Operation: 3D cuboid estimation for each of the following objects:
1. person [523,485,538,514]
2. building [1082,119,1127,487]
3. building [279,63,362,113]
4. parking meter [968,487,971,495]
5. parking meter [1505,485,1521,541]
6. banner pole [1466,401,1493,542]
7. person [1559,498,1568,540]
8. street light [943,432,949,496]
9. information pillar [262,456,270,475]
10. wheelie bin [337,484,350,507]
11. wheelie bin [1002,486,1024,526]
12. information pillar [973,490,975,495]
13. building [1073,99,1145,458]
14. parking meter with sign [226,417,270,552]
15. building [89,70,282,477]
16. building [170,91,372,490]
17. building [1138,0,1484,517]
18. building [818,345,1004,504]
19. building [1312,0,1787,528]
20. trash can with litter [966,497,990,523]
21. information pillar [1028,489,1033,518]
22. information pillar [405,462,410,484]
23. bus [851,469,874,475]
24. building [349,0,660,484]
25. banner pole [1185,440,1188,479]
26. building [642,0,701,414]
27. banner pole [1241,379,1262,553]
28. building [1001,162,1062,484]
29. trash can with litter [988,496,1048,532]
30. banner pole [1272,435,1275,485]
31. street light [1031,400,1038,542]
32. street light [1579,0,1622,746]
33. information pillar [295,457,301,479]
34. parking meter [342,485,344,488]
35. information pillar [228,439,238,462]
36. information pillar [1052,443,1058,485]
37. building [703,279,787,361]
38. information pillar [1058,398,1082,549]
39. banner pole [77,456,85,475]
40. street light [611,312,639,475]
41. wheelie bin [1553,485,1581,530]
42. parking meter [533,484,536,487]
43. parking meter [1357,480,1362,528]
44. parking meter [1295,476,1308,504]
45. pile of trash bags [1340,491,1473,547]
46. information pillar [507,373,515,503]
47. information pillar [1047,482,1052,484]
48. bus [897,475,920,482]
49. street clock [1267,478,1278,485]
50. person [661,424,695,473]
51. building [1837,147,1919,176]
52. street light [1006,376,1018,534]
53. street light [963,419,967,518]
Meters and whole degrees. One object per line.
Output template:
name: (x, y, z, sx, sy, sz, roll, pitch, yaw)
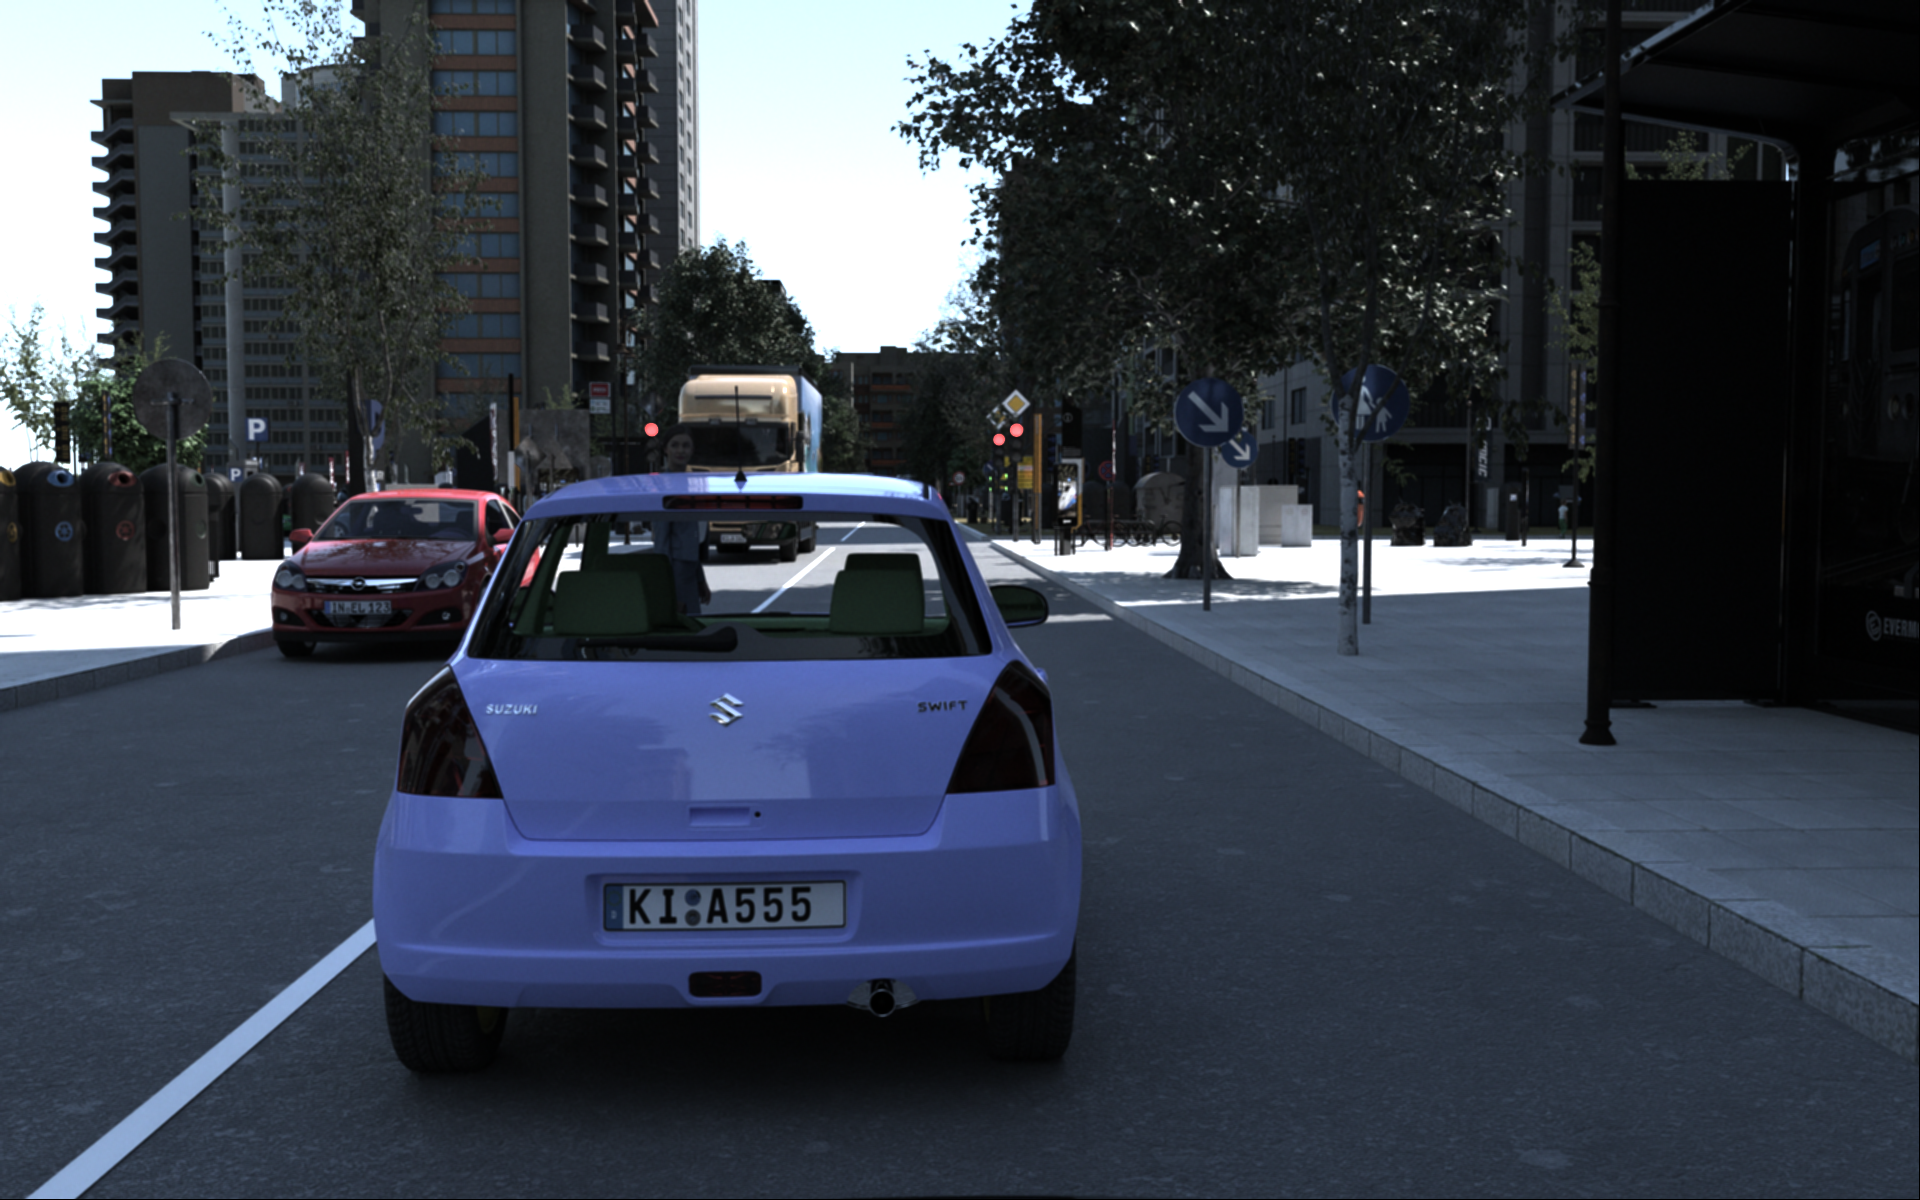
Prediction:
person: (-12.138, -2.421, 49.085, 0.512, 1.701, 0.522, -3, 4, -37)
building: (23.001, -51.898, 161.206, 22.319, 86.520, 31.000, 0, 4, -2)
building: (-75.660, -42.366, 234.689, 28.212, 58.520, 21.231, 0, 4, -2)
parking meter: (0.654, -6.135, 106.010, 0.255, 1.863, 0.399, 0, 4, -7)
parking meter: (15.217, -2.400, 47.650, 0.372, 1.533, 0.369, 0, 3, 0)
banner pole: (13.945, -3.469, 46.733, 0.863, 3.779, 0.401, 1, 4, 11)
person: (18.379, -2.450, 52.803, 0.306, 1.304, 0.590, 3, 4, 38)
street light: (-1.008, -9.542, 128.799, 0.468, 5.910, 1.993, 0, 4, -2)
information pillar: (-42.873, -7.076, 107.054, 0.504, 3.616, 0.183, 1, 4, 8)
wheelie bin: (-18.945, -2.815, 53.932, 0.693, 1.594, 0.980, 2, 4, 29)
wheelie bin: (2.066, -3.726, 68.836, 0.693, 1.594, 0.980, 3, 5, 40)
information pillar: (1.003, -8.374, 128.276, 0.183, 3.616, 0.504, 2, 4, 28)
building: (18.343, -30.663, 184.937, 14.154, 41.232, 14.086, 0, 4, -2)
parking meter with sign: (-16.025, -2.592, 38.640, 0.543, 3.016, 1.738, 0, 4, 3)
building: (-79.981, -32.467, 180.947, 14.200, 45.320, 14.600, 0, 4, -2)
building: (-60.166, -29.433, 173.110, 23.993, 40.220, 32.217, 0, 4, -2)
building: (22.151, -41.616, 118.678, 20.563, 71.187, 20.611, 0, 4, -2)
building: (-9.111, -24.236, 241.301, 28.899, 21.520, 27.650, 0, 4, -2)
building: (25.329, -38.931, 74.771, 20.611, 71.187, 20.563, 0, 4, -2)
trash can with litter: (0.783, -3.959, 76.114, 1.055, 1.170, 0.624, 1, 4, 14)
information pillar: (3.847, -5.379, 92.443, 0.304, 2.012, 0.304, -3, 5, -41)
information pillar: (-40.877, -8.364, 128.104, 0.504, 3.616, 0.183, 3, 5, 40)
bus: (-8.601, -9.347, 147.690, 2.948, 3.499, 13.247, 0, 4, -1)
building: (-36.759, -29.815, 142.093, 22.147, 44.769, 28.867, 0, 4, -2)
banner pole: (9.471, -4.967, 71.228, 0.401, 3.779, 0.863, -3, 4, -37)
building: (-38.100, -45.316, 179.160, 20.611, 71.187, 20.563, 0, 4, -2)
banner pole: (6.305, -2.932, 37.955, 0.401, 3.779, 0.863, -1, 4, -21)
building: (12.701, -35.689, 233.617, 14.200, 45.320, 14.600, 0, 4, -2)
trash can with litter: (1.971, -2.949, 59.270, 2.233, 1.210, 1.678, -1, 4, -8)
banner pole: (13.335, -5.120, 73.732, 0.401, 3.779, 0.863, 1, 4, 9)
street light: (1.981, -4.481, 46.050, 0.468, 5.910, 1.993, 0, 4, -2)
street light: (3.283, -2.199, 8.739, 0.468, 5.910, 1.993, 0, 4, -2)
information pillar: (-41.501, -7.175, 108.669, 0.504, 3.616, 0.183, 2, 4, 35)
parking meter: (-36.347, -5.919, 102.480, 0.399, 1.863, 0.255, 0, 4, 3)
information pillar: (-30.877, -5.033, 73.649, 0.504, 3.616, 0.183, 2, 4, 25)
information pillar: (4.440, -5.440, 80.296, 0.183, 3.616, 0.504, -2, 4, -27)
building: (-30.384, -28.208, 232.908, 14.107, 30.474, 14.160, 0, 4, -2)
information pillar: (2.597, -3.002, 40.435, 0.504, 3.616, 0.183, 0, 4, 7)
banner pole: (-57.929, -7.596, 114.217, 0.401, 3.779, 0.863, 1, 4, 15)
street light: (-8.511, -4.363, 44.123, 0.468, 5.910, 1.993, 0, 4, -2)
wheelie bin: (21.943, -3.351, 62.692, 0.980, 1.594, 0.693, 0, 4, 5)
parking meter: (-19.701, -4.525, 79.703, 0.399, 1.863, 0.255, 3, 5, 40)
parking meter: (14.761, -3.605, 64.657, 0.399, 1.863, 0.255, 3, 4, 37)
parking meter: (11.137, -3.107, 56.511, 0.399, 1.863, 0.255, 0, 4, 4)
pile of trash bags: (11.153, -2.056, 43.375, 3.447, 1.369, 1.912, 3, 4, 36)
information pillar: (-8.764, -2.598, 33.831, 0.183, 3.616, 0.504, -1, 4, -19)
information pillar: (5.538, -6.246, 106.618, 0.304, 2.012, 0.304, 1, 4, 20)
bus: (-5.294, -10.843, 172.144, 2.948, 3.499, 13.247, 0, 4, -3)
street clock: (14.160, -4.521, 78.493, 0.471, 2.002, 0.358, 0, 4, -2)
person: (-1.628, -0.074, 9.742, 0.654, 1.822, 0.581, 2, 4, 28)
building: (57.624, -32.843, 78.984, 28.212, 58.520, 21.231, 0, 4, -2)
street light: (1.647, -5.038, 55.159, 0.468, 5.910, 1.993, 0, 4, -2)
street light: (0.265, -7.323, 92.516, 0.468, 5.910, 1.993, 0, 4, -2)
